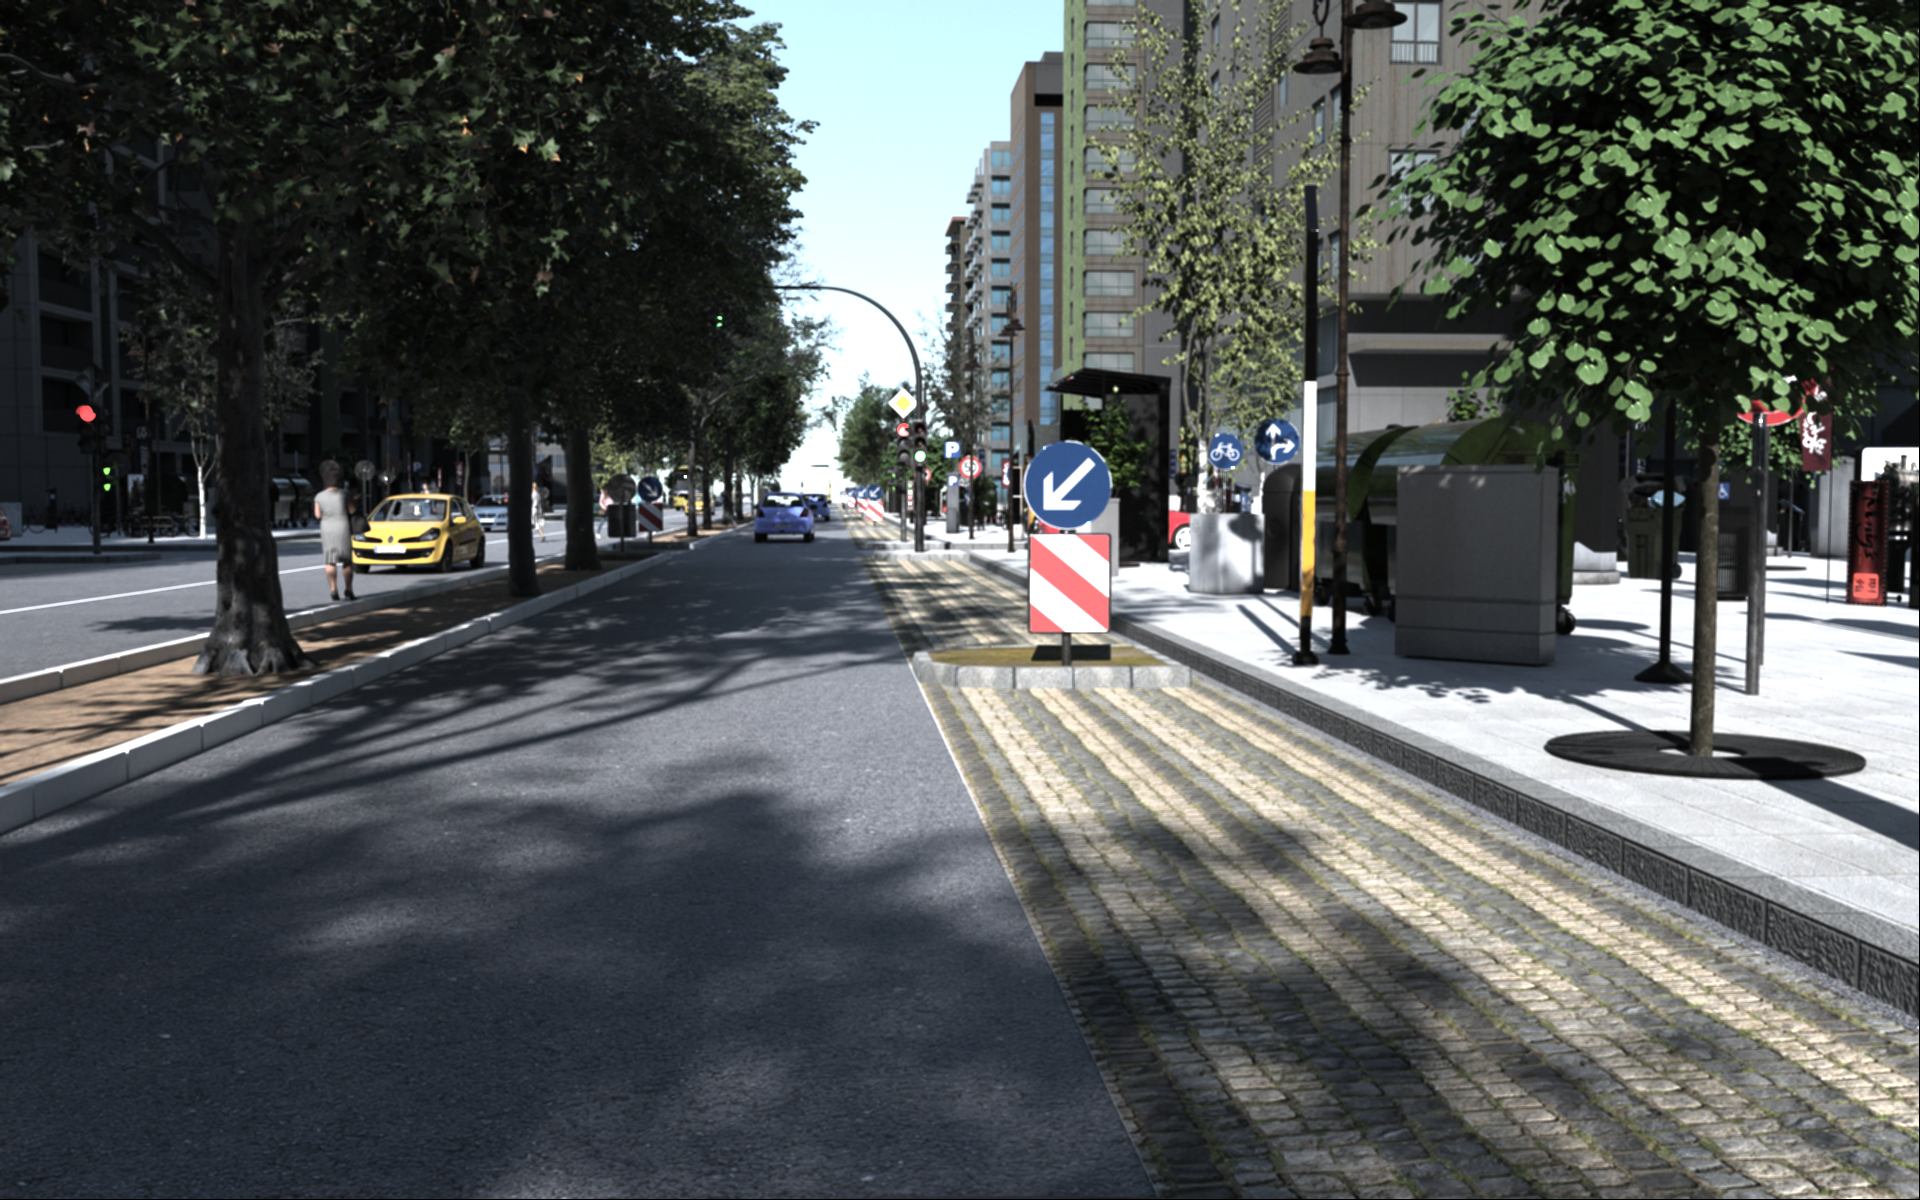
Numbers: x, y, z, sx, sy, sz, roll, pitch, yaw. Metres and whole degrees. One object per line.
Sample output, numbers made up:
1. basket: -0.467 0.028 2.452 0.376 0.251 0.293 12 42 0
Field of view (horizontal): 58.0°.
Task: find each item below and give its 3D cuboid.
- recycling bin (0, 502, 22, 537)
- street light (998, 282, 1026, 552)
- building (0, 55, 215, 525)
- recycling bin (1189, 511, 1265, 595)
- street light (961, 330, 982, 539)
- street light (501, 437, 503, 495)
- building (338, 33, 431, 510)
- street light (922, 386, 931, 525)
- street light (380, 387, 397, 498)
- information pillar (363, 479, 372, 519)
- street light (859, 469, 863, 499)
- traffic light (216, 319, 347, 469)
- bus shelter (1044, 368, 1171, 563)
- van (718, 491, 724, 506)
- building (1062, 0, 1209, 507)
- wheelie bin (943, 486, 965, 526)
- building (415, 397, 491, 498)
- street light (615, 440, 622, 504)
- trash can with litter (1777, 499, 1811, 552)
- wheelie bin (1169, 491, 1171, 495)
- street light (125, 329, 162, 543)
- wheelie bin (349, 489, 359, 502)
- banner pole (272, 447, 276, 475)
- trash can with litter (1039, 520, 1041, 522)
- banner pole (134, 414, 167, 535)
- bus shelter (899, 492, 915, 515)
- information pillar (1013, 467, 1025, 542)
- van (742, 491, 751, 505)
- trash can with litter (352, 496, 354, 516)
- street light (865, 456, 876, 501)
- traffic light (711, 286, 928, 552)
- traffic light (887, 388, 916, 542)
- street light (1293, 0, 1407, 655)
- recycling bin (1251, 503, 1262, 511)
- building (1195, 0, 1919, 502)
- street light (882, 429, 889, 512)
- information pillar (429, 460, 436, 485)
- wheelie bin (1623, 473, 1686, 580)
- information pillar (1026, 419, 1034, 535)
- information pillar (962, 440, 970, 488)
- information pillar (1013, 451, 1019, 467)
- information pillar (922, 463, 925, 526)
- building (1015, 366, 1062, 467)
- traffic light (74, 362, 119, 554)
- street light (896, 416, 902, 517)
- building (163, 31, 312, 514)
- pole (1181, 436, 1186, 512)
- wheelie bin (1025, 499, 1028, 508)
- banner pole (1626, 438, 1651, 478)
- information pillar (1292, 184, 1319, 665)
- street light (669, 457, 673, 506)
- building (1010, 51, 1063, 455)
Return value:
1. recycling bin: -28.590 -2.398 51.761 0.722 1.027 0.722 1 4 19
2. street light: 1.125 -3.984 37.933 0.468 5.910 1.993 0 4 -4
3. building: -46.923 -39.200 79.177 20.563 71.187 20.611 0 4 -4
4. recycling bin: 3.446 -0.602 22.394 0.722 1.027 0.722 -2 4 -27
5. street light: 0.326 -4.654 48.886 0.468 5.910 1.993 0 4 -4
6. street light: -24.702 -7.373 93.343 0.468 5.910 1.993 0 4 -4
7. building: -53.431 -29.166 131.487 22.147 44.769 28.867 0 4 -4
8. street light: -1.472 -6.119 72.839 0.468 5.910 1.993 0 4 -4
9. street light: -22.713 -5.873 68.816 0.468 5.910 1.993 0 4 -4
10. information pillar: -24.631 -4.127 71.973 0.304 2.012 0.304 -1 4 -10
11. street light: -11.657 -14.359 207.556 0.468 5.910 1.993 0 4 -4
12. traffic light: -16.906 -4.300 44.975 4.771 5.953 1.251 0 4 -4
13. bus shelter: 2.932 -2.696 35.365 1.731 3.624 6.357 0 4 -4
14. van: -28.816 -12.635 213.595 2.013 2.044 4.112 0 4 -5
15. building: 14.565 -27.396 131.518 14.154 41.232 14.086 0 4 -4
16. wheelie bin: -0.116 -3.820 70.371 0.980 1.594 0.693 -2 4 -29
17. building: -50.436 -23.383 154.008 14.160 30.474 14.107 0 4 -4
18. street light: -28.533 -10.532 144.991 0.468 5.910 1.993 0 4 -4
19. trash can with litter: 18.755 -1.665 38.609 1.055 1.170 0.624 3 5 44
20. wheelie bin: 9.894 -4.676 84.367 0.693 1.594 0.980 1 4 22
21. street light: -21.112 -4.419 45.031 0.468 5.910 1.993 0 4 -4
22. wheelie bin: -41.574 -6.772 118.632 0.693 1.594 0.980 2 4 23
23. banner pole: -36.722 -6.288 92.829 0.401 3.779 0.863 -2 4 -29
24. trash can with litter: 3.264 -3.394 66.878 0.624 1.170 1.055 1 4 12
25. banner pole: -25.205 -3.909 53.928 0.863 3.779 0.401 -1 4 -19
26. bus shelter: -3.104 -6.985 105.492 1.731 3.624 6.357 0 4 -4
27. information pillar: 1.565 -2.591 46.859 0.304 2.012 0.304 1 4 17
28. van: -28.658 -13.800 232.637 2.013 2.044 4.112 0 4 -5
29. trash can with litter: -31.222 -4.710 88.065 1.678 1.210 2.233 0 4 2
30. street light: -8.935 -12.217 172.538 0.468 5.910 1.993 0 4 -4
31. traffic light: -3.006 -3.864 37.847 4.771 5.953 1.251 0 4 -4
32. traffic light: -1.524 -3.498 46.107 0.839 4.253 0.868 0 4 -4
33. street light: 3.043 -2.505 13.741 0.468 5.910 1.993 0 4 -4
34. recycling bin: 8.189 -2.124 47.279 0.722 1.027 0.722 -1 4 -10
35. building: 26.114 -29.816 76.727 27.495 52.752 28.713 0 4 -4
36. street light: -5.376 -9.280 124.515 0.468 5.910 1.993 0 4 -4
37. information pillar: -36.295 -7.822 119.249 0.183 3.616 0.504 3 4 38
38. wheelie bin: 10.504 -1.119 26.200 0.693 1.594 0.980 -2 4 -33
39. information pillar: 2.213 -3.826 53.918 0.183 3.616 0.504 -1 4 -11
40. information pillar: 0.302 -4.885 71.221 0.504 3.616 0.183 2 4 29
41. information pillar: 2.964 -6.258 93.670 0.504 3.616 0.183 2 4 26
42. information pillar: -1.597 -4.825 70.235 0.183 3.616 0.504 2 4 24
43. building: 17.670 -51.440 153.717 22.319 86.520 31.000 0 4 -4
44. traffic light: -18.387 -2.930 36.822 0.839 4.253 0.868 0 4 -4
45. street light: -3.311 -7.602 97.074 0.468 5.910 1.993 0 4 -4
46. building: -47.034 -20.434 105.794 14.160 30.474 14.107 0 4 -4
47. pole: 7.529 -3.945 58.337 0.158 3.312 0.155 0 3 0
48. wheelie bin: 2.517 -3.884 71.418 0.980 1.594 0.693 -3 5 -44
49. banner pole: 19.308 -3.638 49.490 0.863 3.779 0.401 1 4 21
50. information pillar: 2.613 -1.323 12.984 0.183 3.616 0.504 1 4 9
51. street light: -32.262 -13.474 193.094 0.468 5.910 1.993 0 4 -4
52. building: 12.711 -32.239 177.225 14.600 45.320 14.200 0 4 -4
